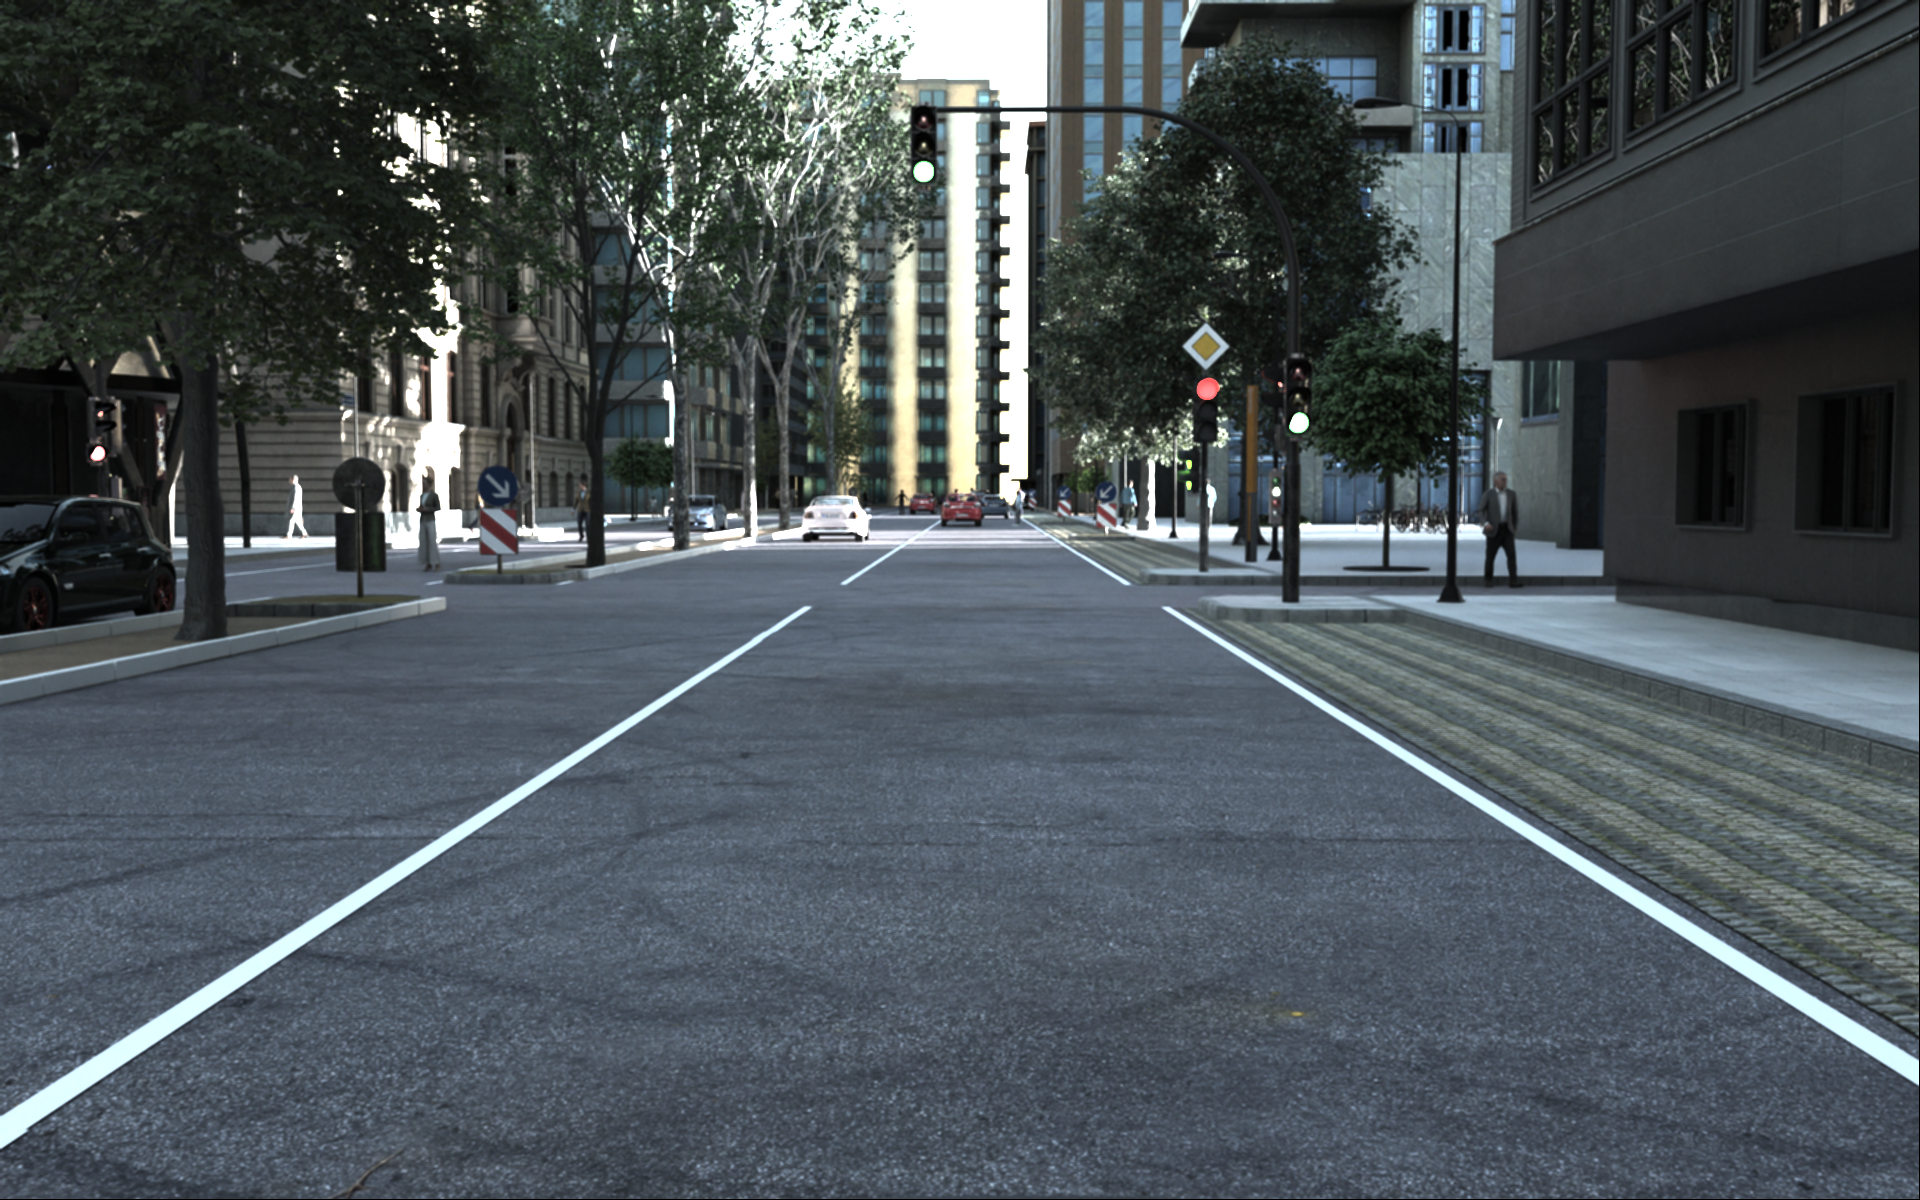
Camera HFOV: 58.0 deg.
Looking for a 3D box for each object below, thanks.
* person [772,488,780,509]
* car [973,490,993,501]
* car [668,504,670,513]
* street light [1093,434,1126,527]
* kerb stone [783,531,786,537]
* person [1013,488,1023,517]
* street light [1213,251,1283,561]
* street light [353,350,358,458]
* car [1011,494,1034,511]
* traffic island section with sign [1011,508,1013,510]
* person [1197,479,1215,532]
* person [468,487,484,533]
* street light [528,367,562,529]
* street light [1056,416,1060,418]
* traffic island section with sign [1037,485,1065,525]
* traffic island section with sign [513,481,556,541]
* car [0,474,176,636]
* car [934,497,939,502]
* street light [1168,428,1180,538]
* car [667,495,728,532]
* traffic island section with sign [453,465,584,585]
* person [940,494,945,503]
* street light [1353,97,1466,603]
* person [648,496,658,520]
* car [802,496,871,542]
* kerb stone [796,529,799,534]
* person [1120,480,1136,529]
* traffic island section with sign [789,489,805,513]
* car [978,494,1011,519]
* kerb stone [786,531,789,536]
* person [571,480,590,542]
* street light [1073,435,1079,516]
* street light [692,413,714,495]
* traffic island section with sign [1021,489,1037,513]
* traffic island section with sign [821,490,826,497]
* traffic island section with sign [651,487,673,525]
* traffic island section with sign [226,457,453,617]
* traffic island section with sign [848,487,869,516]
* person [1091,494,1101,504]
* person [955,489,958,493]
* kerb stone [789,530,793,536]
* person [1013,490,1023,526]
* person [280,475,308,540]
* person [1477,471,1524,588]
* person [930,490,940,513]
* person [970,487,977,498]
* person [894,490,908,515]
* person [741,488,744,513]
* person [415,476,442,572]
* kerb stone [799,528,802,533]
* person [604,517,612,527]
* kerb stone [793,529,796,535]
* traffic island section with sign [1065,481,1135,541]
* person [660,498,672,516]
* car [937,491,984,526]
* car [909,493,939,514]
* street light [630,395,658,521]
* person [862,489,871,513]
[{"bbox_3d":[-15.441,-8.615,146.906,0.705,1.823,1.348,-3,5,-44],"label":"person"},{"bbox_3d":[1.855,-9.076,157.068,2.281,1.827,5.304,0,4,-1],"label":"car"},{"bbox_3d":[-13.322,-4.451,85.351,1.945,1.354,3.894,0,4,0],"label":"car"},{"bbox_3d":[5.949,-5.851,68.212,1.470,5.913,1.316,0,4,1],"label":"street light"},{"bbox_3d":[-5.978,-2.155,57.452,0.120,0.150,1.000,0,4,1],"label":"kerb stone"},{"bbox_3d":[3.619,-6.118,108.395,0.599,1.838,0.709,-2,4,-30],"label":"person"},{"bbox_3d":[5.541,-3.716,33.299,1.470,5.913,1.316,0,4,1],"label":"street light"},{"bbox_3d":[-15.517,-4.494,46.026,1.470,5.913,1.316,0,4,1],"label":"street light"},{"bbox_3d":[5.300,-8.232,144.382,2.009,1.686,4.222,0,4,1],"label":"car"},{"bbox_3d":[5.680,-9.147,158.173,1.989,1.847,2.006,0,4,1],"label":"traffic island section with sign"},{"bbox_3d":[8.437,-3.244,59.108,0.660,1.820,0.620,-2,4,-32],"label":"person"},{"bbox_3d":[-15.809,-3.118,56.940,0.656,1.842,0.836,3,5,39],"label":"person"},{"bbox_3d":[-15.167,-5.562,63.481,1.470,5.913,1.316,0,4,1],"label":"street light"},{"bbox_3d":[6.410,-8.010,103.509,1.470,5.913,1.316,0,4,1],"label":"street light"},{"bbox_3d":[4.713,-4.406,80.674,1.989,1.847,2.006,0,4,1],"label":"traffic island section with sign"},{"bbox_3d":[-13.568,-2.738,53.391,1.989,1.847,2.006,0,4,1],"label":"traffic island section with sign"},{"bbox_3d":[-9.715,-0.495,17.875,2.009,1.686,4.222,0,4,1],"label":"car"},{"bbox_3d":[-2.878,-8.481,150.470,2.131,1.459,4.920,0,4,-1],"label":"car"},{"bbox_3d":[5.749,-4.784,50.755,1.470,5.913,1.316,0,4,1],"label":"street light"},{"bbox_3d":[-10.178,-3.392,67.458,2.014,1.417,4.499,0,4,2],"label":"car"},{"bbox_3d":[-7.379,-1.237,28.363,2.006,1.907,1.989,0,4,1],"label":"traffic island section with sign"},{"bbox_3d":[-1.783,-9.899,173.570,0.599,1.433,0.991,-3,5,-42],"label":"person"},{"bbox_3d":[5.299,-2.929,20.430,1.470,5.913,1.316,0,4,1],"label":"street light"},{"bbox_3d":[-15.099,-4.529,85.105,0.505,1.210,0.382,0,3,0],"label":"person"},{"bbox_3d":[-3.806,-2.506,53.335,2.083,1.381,4.827,0,4,0],"label":"car"},{"bbox_3d":[-5.921,-2.407,61.556,0.120,0.150,1.000,0,4,1],"label":"kerb stone"},{"bbox_3d":[6.130,-3.479,63.264,0.444,1.785,0.601,-3,5,-42],"label":"person"},{"bbox_3d":[-12.587,-7.456,130.540,1.989,1.847,2.006,0,4,1],"label":"traffic island section with sign"},{"bbox_3d":[2.016,-5.510,102.088,2.014,1.417,4.499,0,4,2],"label":"car"},{"bbox_3d":[-5.961,-2.219,58.478,0.120,0.150,1.000,0,4,1],"label":"kerb stone"},{"bbox_3d":[-11.199,-2.634,51.472,0.656,1.842,0.836,-1,4,-22],"label":"person"},{"bbox_3d":[6.197,-6.919,85.669,1.470,5.913,1.316,0,4,1],"label":"street light"},{"bbox_3d":[-14.729,-7.725,98.851,1.470,5.913,1.316,0,4,1],"label":"street light"},{"bbox_3d":[5.348,-7.498,131.219,1.989,1.847,2.006,0,4,1],"label":"traffic island section with sign"},{"bbox_3d":[-12.246,-9.105,157.494,1.989,1.847,2.006,0,4,1],"label":"traffic island section with sign"},{"bbox_3d":[-13.226,-4.400,80.573,1.989,1.847,2.006,0,4,1],"label":"traffic island section with sign"},{"bbox_3d":[-7.483,-0.784,20.957,2.006,1.907,1.989,0,4,1],"label":"traffic island section with sign"},{"bbox_3d":[-6.438,-5.832,103.496,2.006,1.907,1.989,0,4,1],"label":"traffic island section with sign"},{"bbox_3d":[8.466,-6.136,105.996,1.348,1.869,0.705,-3,4,-39],"label":"person"},{"bbox_3d":[-0.114,-5.992,107.159,0.721,1.739,1.217,-1,4,-14],"label":"person"},{"bbox_3d":[-5.945,-2.282,59.510,0.120,0.150,1.000,0,4,1],"label":"kerb stone"},{"bbox_3d":[2.584,-4.101,77.360,0.330,1.601,0.589,2,4,33],"label":"person"},{"bbox_3d":[-18.702,-2.595,48.569,0.767,1.812,0.694,-1,4,-20],"label":"person"},{"bbox_3d":[8.276,-1.073,26.437,0.661,1.777,0.834,-1,4,-13],"label":"person"},{"bbox_3d":[-2.048,-7.363,129.612,1.217,1.735,0.721,-1,4,-13],"label":"person"},{"bbox_3d":[0.663,-5.237,94.358,0.478,1.798,0.641,1,4,15],"label":"person"},{"bbox_3d":[-4.086,-6.779,120.168,1.217,1.723,0.721,-3,4,-37],"label":"person"},{"bbox_3d":[-14.770,-6.833,118.428,0.551,1.740,0.621,3,5,41],"label":"person"},{"bbox_3d":[-9.865,-1.406,32.041,0.519,1.759,0.362,2,4,25],"label":"person"},{"bbox_3d":[-5.911,-2.470,62.584,0.120,0.150,1.000,0,4,1],"label":"kerb stone"},{"bbox_3d":[-12.579,-2.835,60.358,0.738,1.151,1.012,2,4,29],"label":"person"},{"bbox_3d":[-5.937,-2.343,60.534,0.120,0.150,1.000,0,4,1],"label":"kerb stone"},{"bbox_3d":[4.366,-2.753,53.643,1.989,1.847,2.006,0,4,1],"label":"traffic island section with sign"},{"bbox_3d":[-16.475,-5.686,99.234,0.699,1.804,1.509,-3,5,-44],"label":"person"},{"bbox_3d":[0.042,-4.219,78.018,2.155,1.783,4.494,0,4,-1],"label":"car"},{"bbox_3d":[-2.599,-7.020,123.809,2.155,1.783,4.494,0,4,2],"label":"car"},{"bbox_3d":[-14.871,-6.658,81.394,1.470,5.913,1.316,0,4,1],"label":"street light"},{"bbox_3d":[-7.315,-7.703,134.461,0.705,1.822,1.348,-2,4,-33],"label":"person"}]
